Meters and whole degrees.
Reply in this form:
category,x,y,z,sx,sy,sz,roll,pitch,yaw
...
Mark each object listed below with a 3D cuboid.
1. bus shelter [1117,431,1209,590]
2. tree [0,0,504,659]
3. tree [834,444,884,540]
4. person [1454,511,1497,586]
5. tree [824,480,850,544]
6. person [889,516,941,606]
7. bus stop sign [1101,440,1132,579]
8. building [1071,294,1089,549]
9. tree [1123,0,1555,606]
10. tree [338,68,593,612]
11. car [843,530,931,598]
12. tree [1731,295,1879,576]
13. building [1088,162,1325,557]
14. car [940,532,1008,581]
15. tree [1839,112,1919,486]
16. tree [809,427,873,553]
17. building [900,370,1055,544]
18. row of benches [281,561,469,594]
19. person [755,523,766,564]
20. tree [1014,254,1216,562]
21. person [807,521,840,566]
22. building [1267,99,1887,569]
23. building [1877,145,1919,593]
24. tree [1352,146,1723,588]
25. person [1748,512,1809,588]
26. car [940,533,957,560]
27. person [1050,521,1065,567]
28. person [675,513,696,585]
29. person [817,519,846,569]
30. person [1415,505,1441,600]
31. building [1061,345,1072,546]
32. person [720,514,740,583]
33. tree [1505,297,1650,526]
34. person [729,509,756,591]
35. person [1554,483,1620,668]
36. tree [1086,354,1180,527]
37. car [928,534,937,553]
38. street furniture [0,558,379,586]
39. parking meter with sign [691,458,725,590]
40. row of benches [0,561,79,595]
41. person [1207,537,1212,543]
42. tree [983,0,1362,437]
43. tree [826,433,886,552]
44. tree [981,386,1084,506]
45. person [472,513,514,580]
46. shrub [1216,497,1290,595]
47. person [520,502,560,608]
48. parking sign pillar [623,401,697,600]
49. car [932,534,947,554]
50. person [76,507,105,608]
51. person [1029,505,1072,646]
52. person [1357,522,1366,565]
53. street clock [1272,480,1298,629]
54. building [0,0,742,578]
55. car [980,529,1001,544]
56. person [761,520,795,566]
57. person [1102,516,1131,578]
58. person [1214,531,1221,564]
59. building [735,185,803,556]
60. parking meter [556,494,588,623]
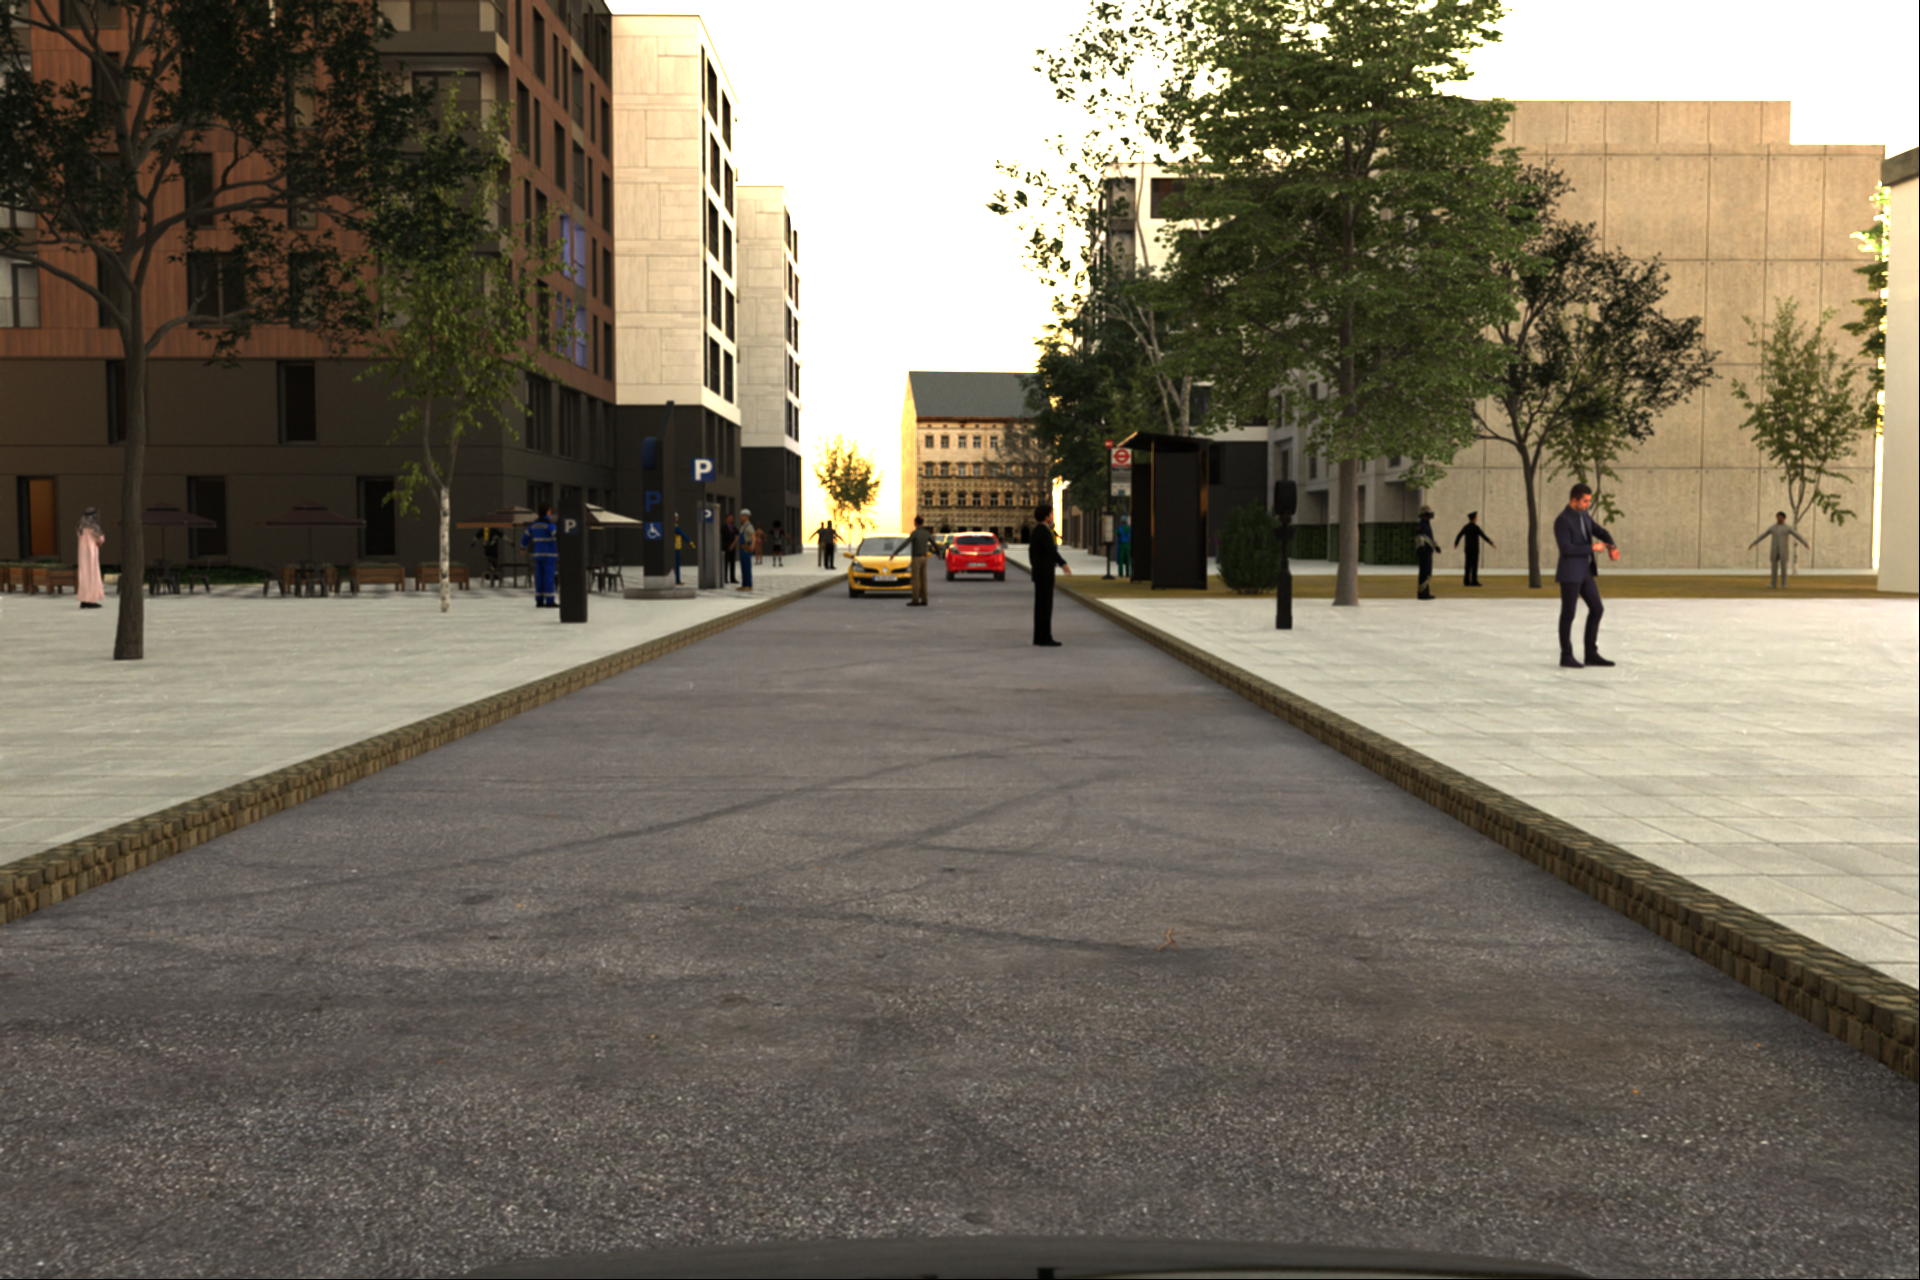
category,x,y,z,sx,sy,sz,roll,pitch,yaw
bus shelter,4.958,-3.146,42.716,1.731,3.624,6.357,0,4,1
tree,-8.254,-5.091,17.659,7.601,10.594,8.767,-3,4,-39
tree,-7.939,-11.544,139.104,4.737,8.622,4.395,0,3,0
person,12.635,-2.246,42.662,0.705,1.837,1.347,-2,4,-30
tree,-15.619,-17.151,230.774,4.360,8.622,3.978,0,3,0
person,-0.838,-1.584,34.630,1.348,1.796,0.705,-3,5,-43
bus stop sign,4.430,-3.688,48.995,0.855,3.939,0.416,0,4,-1
building,24.338,-19.585,164.181,27.936,21.610,32.646,0,4,0
tree,6.824,-6.914,31.173,7.486,12.596,7.792,0,3,0
tree,-8.374,-4.774,28.423,4.737,8.622,4.395,0,3,0
car,-1.661,-1.834,40.213,2.015,1.641,3.980,0,3,0
tree,25.707,-6.277,52.986,4.737,8.622,4.395,0,3,0
building,22.036,-16.371,111.637,27.936,21.610,32.646,0,3,0
car,0.455,-2.768,54.289,2.155,1.783,4.494,0,4,-1
tree,26.040,-7.673,43.582,7.486,12.596,7.792,0,3,0
tree,-8.380,-10.336,119.360,4.737,8.622,4.395,0,3,0
building,2.031,-24.361,231.688,18.063,23.208,19.493,0,4,-8
row of benches,-12.921,-1.419,38.657,4.104,0.672,1.422,-2,4,-31
person,-8.576,-4.059,73.175,0.721,1.733,1.217,2,4,34
tree,7.377,-10.656,80.877,9.857,13.997,8.962,0,3,0
person,-5.439,-3.820,68.732,1.348,1.796,0.705,-2,4,-24
building,25.376,-13.017,79.282,16.747,18.905,31.486,0,4,0
building,25.291,-5.075,25.129,9.099,9.664,28.070,0,4,0
tree,13.682,-6.528,41.150,8.767,10.594,7.601,0,4,0
person,19.407,-2.130,41.019,1.347,1.806,0.705,3,5,40
car,-0.139,-5.511,98.901,1.959,1.807,4.718,0,4,-1
person,3.732,-3.759,67.918,0.721,1.772,1.216,-2,4,-32
person,-7.191,-2.305,43.658,1.349,1.833,0.705,3,5,40
person,-4.736,-3.493,63.233,1.348,1.813,0.705,3,4,36
person,9.147,-1.717,33.938,0.704,1.845,1.351,2,4,29
building,25.678,-21.994,203.572,27.936,21.610,32.646,0,4,0
person,-5.990,-2.376,45.073,1.346,1.802,0.704,-3,5,-42
tree,19.137,-6.275,52.954,4.737,8.622,4.395,0,3,0
person,-4.879,-2.041,39.230,0.705,1.847,1.347,-2,4,-29
person,6.052,-0.620,16.631,0.683,1.767,0.568,-3,5,-40
tree,7.059,-7.414,71.581,4.737,8.622,4.395,0,3,0
car,-1.542,-7.389,130.604,2.009,1.686,4.222,0,3,0
street furniture,-20.388,-1.842,45.744,10.072,0.657,5.734,1,4,15
parking meter with sign,-5.847,-2.706,40.503,0.543,3.016,1.738,0,4,1
row of benches,-20.468,-1.383,38.073,4.104,0.672,1.422,3,5,44
person,9.940,-4.000,72.121,1.216,1.740,0.721,-2,4,-27
tree,6.958,-12.401,58.637,12.611,20.169,13.585,0,3,0
tree,-7.835,-10.750,126.131,4.737,8.622,4.395,0,3,0
tree,6.820,-14.060,140.243,12.009,13.543,11.850,0,3,0
person,-13.104,-2.610,48.457,1.354,1.856,0.705,1,4,16
shrub,6.234,-2.011,36.929,1.661,2.075,1.752,0,3,0
person,-7.227,-1.485,30.253,1.345,1.831,0.704,2,4,31
parking sign pillar,-5.989,-2.814,34.476,1.447,3.967,1.447,0,4,1
car,-1.138,-7.056,125.582,2.015,1.641,3.980,0,4,0
person,-15.065,-1.427,30.040,0.551,1.740,0.621,2,4,24
person,1.107,-0.833,22.269,0.705,1.806,1.347,-1,4,-16
person,16.088,-3.969,70.664,1.354,1.858,0.705,-3,5,-44
street clock,4.378,-1.148,23.346,0.358,2.002,0.471,0,4,0
building,-24.118,-13.587,66.114,27.936,21.610,32.646,0,4,-1
car,0.887,-4.264,79.500,2.009,1.686,4.222,0,4,-1
person,-7.254,-3.835,68.840,1.345,1.843,0.704,0,4,6
person,4.793,-2.735,50.844,1.347,1.817,0.704,-2,4,-27
person,11.124,-3.978,74.312,0.599,1.433,0.991,0,4,-6
building,-24.200,-15.618,99.321,27.936,21.610,32.646,0,4,-1
parking meter,-5.623,-1.185,25.084,0.399,1.863,0.255,0,4,0
